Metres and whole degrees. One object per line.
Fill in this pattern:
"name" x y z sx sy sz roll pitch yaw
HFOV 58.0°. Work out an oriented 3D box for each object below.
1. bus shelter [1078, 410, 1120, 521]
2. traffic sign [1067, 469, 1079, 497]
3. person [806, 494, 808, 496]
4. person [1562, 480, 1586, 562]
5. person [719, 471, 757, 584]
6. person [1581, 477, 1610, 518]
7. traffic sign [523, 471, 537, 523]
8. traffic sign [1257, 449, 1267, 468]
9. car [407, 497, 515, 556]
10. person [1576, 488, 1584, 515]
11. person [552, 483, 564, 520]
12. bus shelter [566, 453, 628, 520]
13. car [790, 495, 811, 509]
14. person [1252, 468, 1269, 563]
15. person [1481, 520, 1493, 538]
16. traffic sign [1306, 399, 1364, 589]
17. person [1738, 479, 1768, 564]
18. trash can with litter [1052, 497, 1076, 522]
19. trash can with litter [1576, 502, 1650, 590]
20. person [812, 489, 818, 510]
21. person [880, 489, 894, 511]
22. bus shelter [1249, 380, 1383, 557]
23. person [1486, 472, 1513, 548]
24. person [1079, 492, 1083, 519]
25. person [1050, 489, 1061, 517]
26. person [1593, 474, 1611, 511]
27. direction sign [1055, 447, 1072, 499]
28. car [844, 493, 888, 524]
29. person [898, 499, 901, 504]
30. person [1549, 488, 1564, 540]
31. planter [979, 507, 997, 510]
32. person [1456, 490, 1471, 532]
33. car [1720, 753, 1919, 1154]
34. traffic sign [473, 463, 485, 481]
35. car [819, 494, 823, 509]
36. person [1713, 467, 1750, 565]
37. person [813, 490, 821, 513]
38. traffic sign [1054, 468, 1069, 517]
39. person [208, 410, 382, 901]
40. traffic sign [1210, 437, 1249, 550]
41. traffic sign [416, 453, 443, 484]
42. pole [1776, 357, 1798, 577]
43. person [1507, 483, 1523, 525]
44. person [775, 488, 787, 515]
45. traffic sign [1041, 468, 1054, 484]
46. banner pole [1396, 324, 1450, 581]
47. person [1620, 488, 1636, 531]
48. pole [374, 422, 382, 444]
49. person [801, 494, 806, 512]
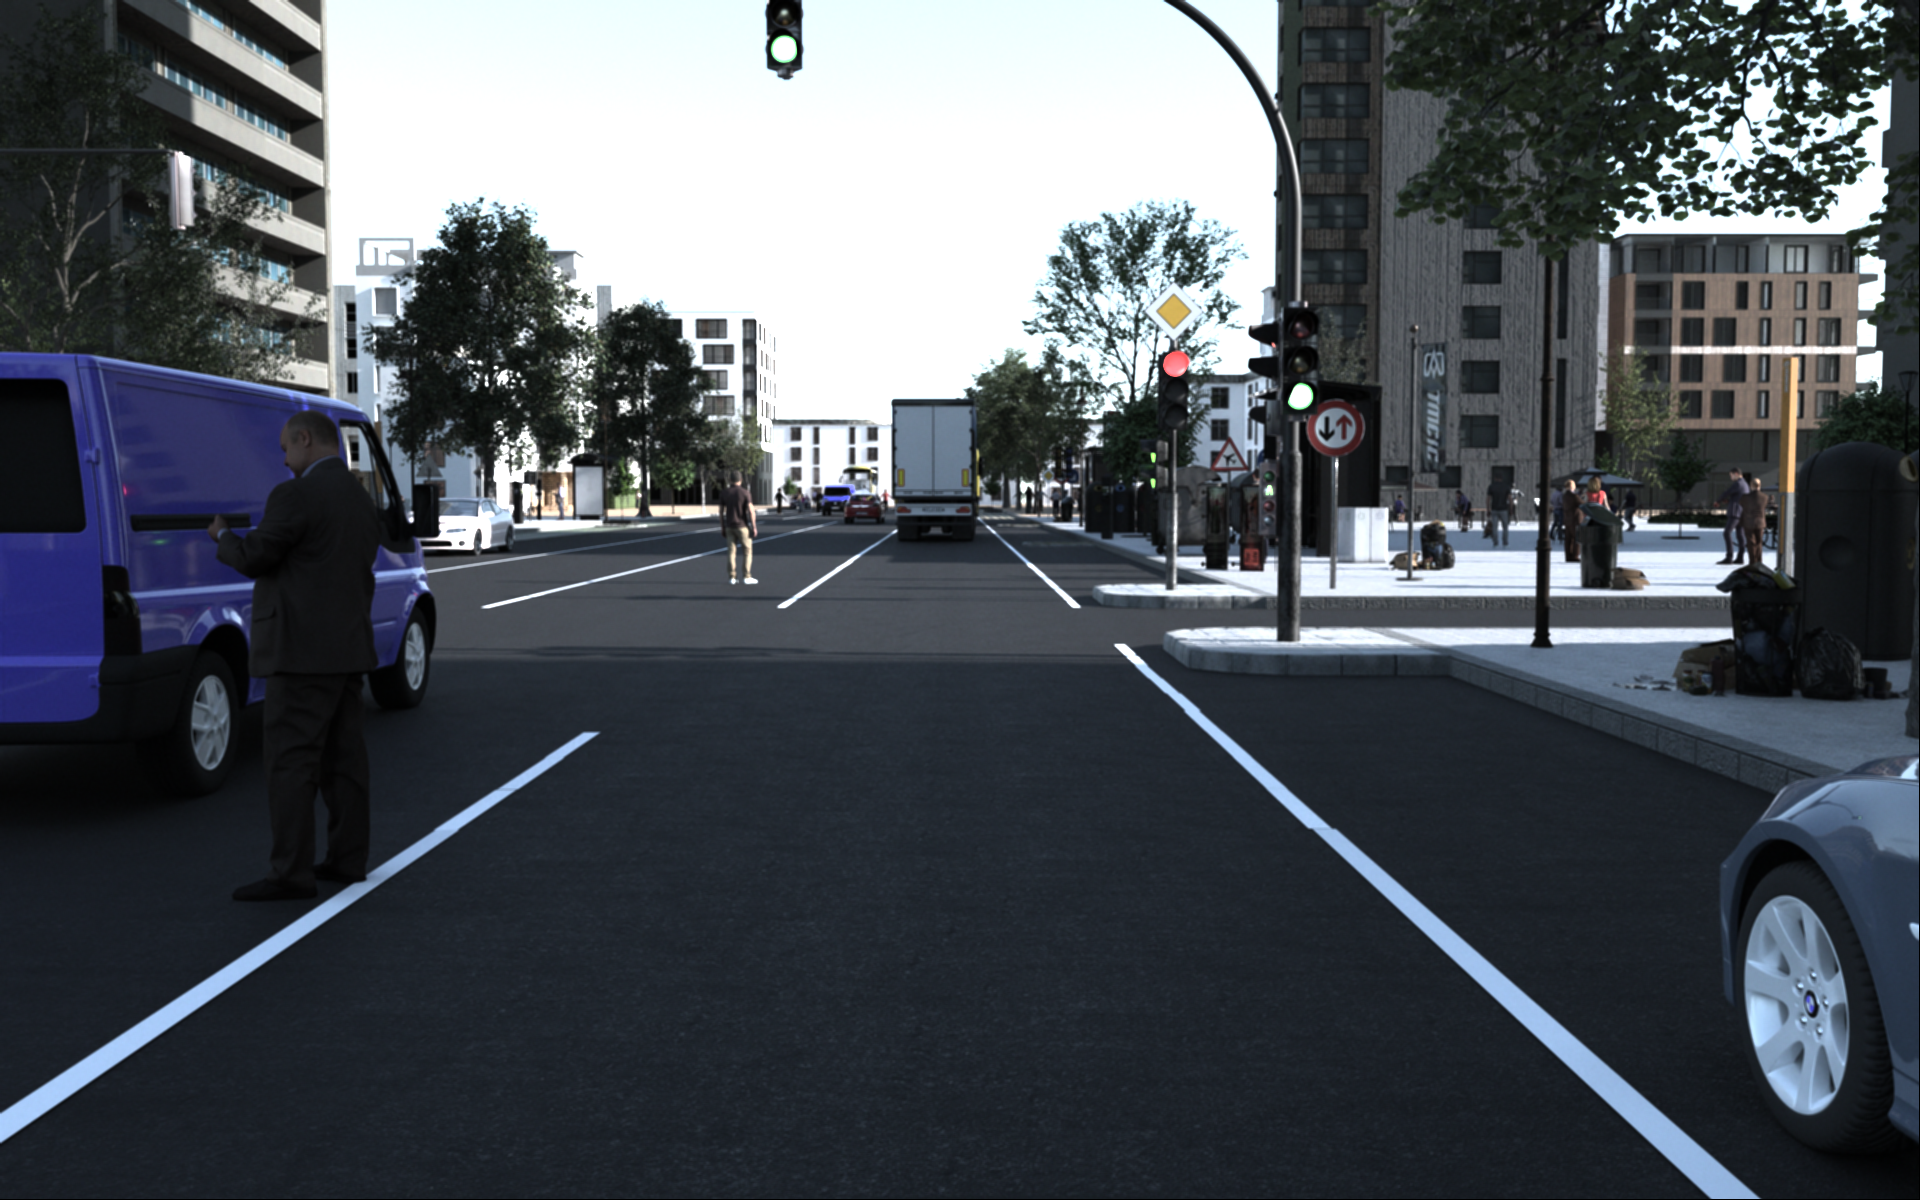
"bus shelter" 6.694 -6.307 80.759 2.179 5.291 8.768 0 4 0
"traffic sign" 5.592 -5.301 86.771 0.768 2.556 0.104 0 4 7
"person" -15.365 -9.840 172.608 0.599 1.433 0.991 2 4 33
"person" 11.564 -1.489 32.655 0.388 1.546 0.482 0 4 -7
"person" -3.554 -1.175 27.832 0.598 1.807 0.434 1 4 22
"person" 12.643 -1.634 34.470 0.593 1.614 0.444 2 4 29
"traffic sign" -19.170 -4.593 77.229 0.606 2.300 0.079 0 4 2
"traffic sign" 8.400 -2.860 46.863 0.768 2.556 0.104 0 4 6
"car" -12.129 -1.802 41.817 2.083 1.381 4.827 0 4 0
"person" 20.471 -2.996 57.087 0.516 1.574 0.319 -1 4 -17
"person" -19.506 -4.775 83.988 0.599 1.838 0.709 0 4 -7
"bus shelter" -18.188 -5.702 87.143 2.014 3.302 5.546 0 4 0
"car" -15.335 -9.424 166.655 1.945 1.354 3.894 0 4 2
"person" 5.438 -1.560 32.075 0.617 1.759 0.750 -1 4 -14
"person" 15.311 -2.059 50.175 0.357 0.543 0.381 3 5 42
"traffic sign" 5.055 -1.424 23.397 0.768 2.556 0.104 0 4 6
"person" 13.726 -1.328 30.024 0.482 1.546 0.388 0 4 4
"trash can with litter" 4.733 -4.122 78.780 1.055 1.170 0.624 -3 5 -42
"trash can with litter" 8.899 -0.742 23.517 0.624 1.170 1.055 -2 4 -27
"person" -12.566 -8.742 151.307 0.709 1.838 0.599 1 4 23
"person" -6.094 -8.199 142.487 1.348 1.831 0.705 -2 4 -31
"bus shelter" 7.742 -2.868 38.183 1.731 3.624 6.357 0 4 0
"person" 12.747 -2.124 40.890 0.598 1.807 0.434 2 4 27
"person" 6.331 -4.942 87.668 0.431 1.722 0.655 -3 5 -44
"person" 5.317 -5.413 96.757 0.614 1.554 0.590 1 4 10
"person" 15.147 -2.114 41.050 0.568 1.767 0.683 -2 4 -31
"direction sign" 4.988 -5.585 83.311 0.876 3.537 0.379 2 4 24
"car" -4.676 -4.667 85.346 2.155 1.783 4.494 0 4 1
"person" -3.687 -6.087 108.829 0.742 1.727 0.445 3 5 44
"person" 16.655 -2.454 48.117 0.435 1.587 0.963 -1 4 -18
"planter" 2.217 -8.007 152.059 1.991 0.319 1.994 0 4 0
"person" 16.965 -3.007 58.444 0.697 1.427 0.421 -3 4 -39
"car" 2.703 0.592 2.319 2.014 1.417 4.499 0 4 0
"traffic sign" -20.187 -4.492 73.184 0.795 2.593 0.064 0 4 5
"car" -12.782 -9.613 166.966 2.009 1.686 4.222 0 4 -1
"person" 14.077 -1.540 31.677 0.568 1.767 0.683 3 5 44
"person" -11.041 -7.634 133.842 0.721 1.766 1.217 -2 4 -32
"traffic sign" 5.027 -5.230 85.621 0.768 2.556 0.104 0 4 7
"person" -2.416 0.176 6.307 0.600 1.739 0.565 -1 4 -15
"traffic sign" 6.122 -2.411 39.430 0.884 2.594 0.081 0 4 5
"traffic sign" -16.850 -3.363 54.982 0.884 2.594 0.081 0 4 5
"pole" 12.415 -1.966 25.993 0.158 3.312 0.155 0 3 0
"person" 22.588 -3.920 70.857 0.841 1.734 0.376 1 4 9
"person" -12.564 -6.893 120.825 0.705 1.869 1.348 -3 5 -42
"traffic sign" 4.433 -5.301 86.406 0.795 2.593 0.064 0 4 7
"banner pole" 6.823 -2.168 25.457 0.401 3.779 0.863 -2 4 -35
"person" 22.995 -3.135 59.508 0.569 1.553 0.471 0 4 2
"pole" -16.378 -3.364 48.837 0.158 3.312 0.155 0 3 0
"person" -12.380 -7.650 136.804 0.991 1.433 0.599 2 4 27
